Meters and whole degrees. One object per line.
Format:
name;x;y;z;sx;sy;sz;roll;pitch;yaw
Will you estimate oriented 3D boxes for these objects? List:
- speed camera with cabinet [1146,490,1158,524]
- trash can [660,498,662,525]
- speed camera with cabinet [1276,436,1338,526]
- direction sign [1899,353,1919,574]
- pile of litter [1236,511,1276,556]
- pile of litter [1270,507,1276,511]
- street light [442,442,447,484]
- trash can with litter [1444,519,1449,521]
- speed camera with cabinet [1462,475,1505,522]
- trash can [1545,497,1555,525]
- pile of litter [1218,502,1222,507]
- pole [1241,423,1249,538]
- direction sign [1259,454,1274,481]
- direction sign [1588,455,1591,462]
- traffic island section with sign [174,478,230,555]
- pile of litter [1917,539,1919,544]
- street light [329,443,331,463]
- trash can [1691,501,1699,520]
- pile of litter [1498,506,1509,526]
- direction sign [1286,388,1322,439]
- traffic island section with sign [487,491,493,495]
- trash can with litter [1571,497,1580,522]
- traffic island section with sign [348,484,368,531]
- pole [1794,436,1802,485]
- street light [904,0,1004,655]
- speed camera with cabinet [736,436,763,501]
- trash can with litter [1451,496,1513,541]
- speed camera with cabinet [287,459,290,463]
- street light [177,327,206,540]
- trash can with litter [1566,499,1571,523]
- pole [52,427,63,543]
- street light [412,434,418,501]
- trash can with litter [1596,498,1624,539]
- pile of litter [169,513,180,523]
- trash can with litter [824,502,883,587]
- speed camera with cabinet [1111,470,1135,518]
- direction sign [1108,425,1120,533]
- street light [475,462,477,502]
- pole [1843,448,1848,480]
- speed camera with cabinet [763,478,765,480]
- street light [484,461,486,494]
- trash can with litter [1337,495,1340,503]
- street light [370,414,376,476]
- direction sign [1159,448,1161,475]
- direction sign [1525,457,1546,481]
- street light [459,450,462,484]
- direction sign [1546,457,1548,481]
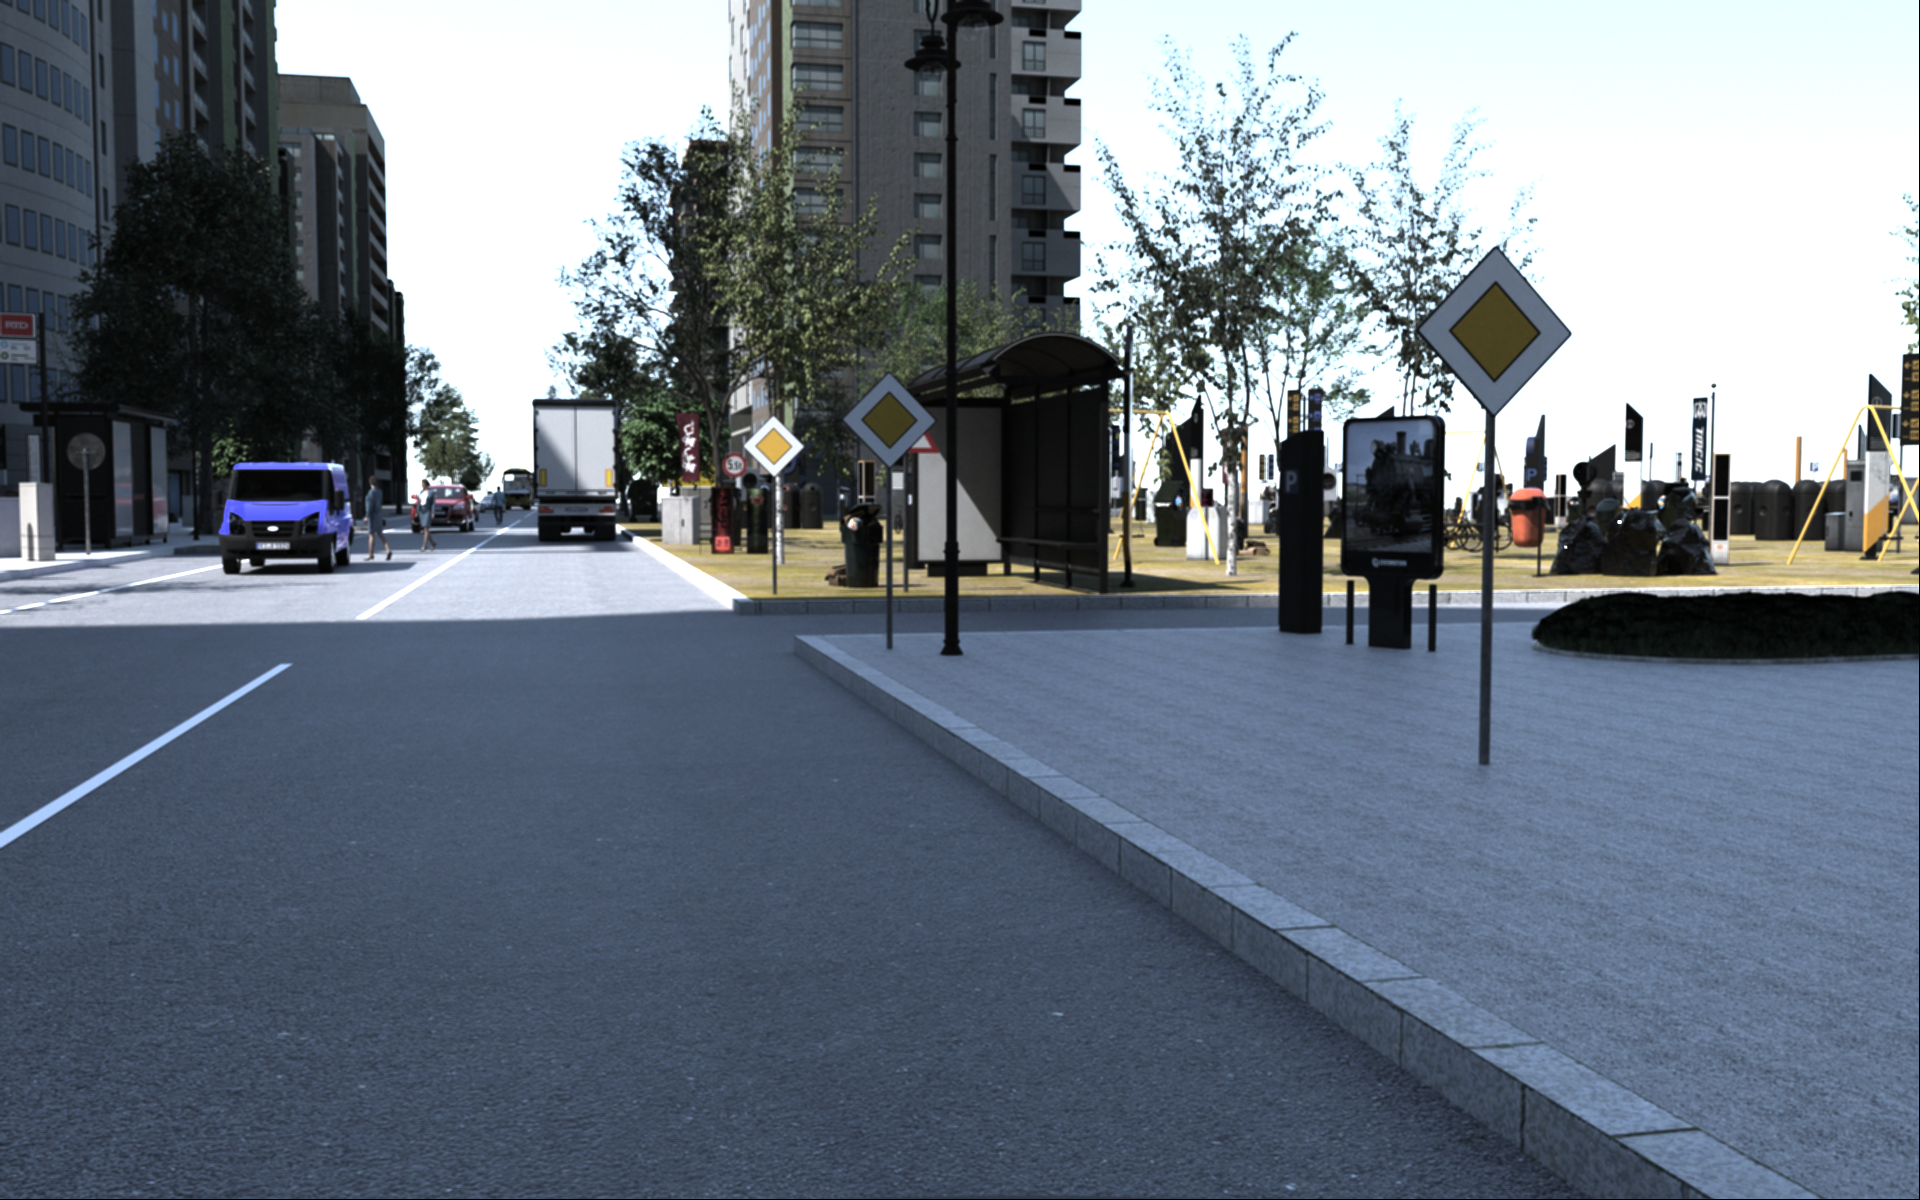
speed camera with cabinet;8.885;-4.950;75.264;0.660;3.252;2.038;3;5;40
trash can;-11.594;-3.504;68.951;0.748;1.137;0.748;0;3;0
speed camera with cabinet;11.849;-3.966;59.182;2.038;3.252;0.660;1;4;11
direction sign;15.477;-2.183;27.696;0.379;3.537;0.876;-3;4;-39
pile of litter;6.049;-1.379;36.512;1.176;0.858;1.719;3;5;44
pile of litter;10.491;-2.586;56.248;1.176;0.858;1.719;3;5;42
street light;-44.988;-10.906;151.101;0.468;5.910;1.993;-1;4;-13
trash can with litter;23.603;-4.385;82.757;2.233;1.210;1.678;3;5;39
speed camera with cabinet;24.010;-5.202;79.384;2.038;3.252;0.660;-2;4;-25
trash can;25.335;-3.859;74.742;0.748;1.137;0.748;0;3;0
pile of litter;14.273;-5.070;96.860;1.719;0.858;1.176;3;5;41
pole;8.223;-3.436;50.025;0.158;3.312;0.155;0;3;0
direction sign;17.304;-6.472;97.815;0.876;3.537;0.379;2;4;26
direction sign;36.719;-6.672;101.081;0.379;3.537;0.876;2;4;27
traffic island section with sign;-17.862;-2.048;42.114;1.989;1.847;2.006;-1;4;-13
pile of litter;24.925;-1.829;43.876;1.176;0.858;1.719;2;4;24
street light;-27.920;-6.358;76.748;0.468;5.910;1.993;-1;4;-13
trash can;35.990;-4.495;85.151;0.748;1.137;0.748;0;3;0
pile of litter;22.157;-3.371;69.080;1.719;0.858;1.176;-1;4;-16
direction sign;7.413;-2.775;37.364;0.876;3.537;0.379;3;5;44
traffic island section with sign;-53.568;-11.569;197.788;1.989;1.847;2.006;-1;4;-13
trash can with litter;26.541;-3.773;73.078;1.055;1.170;0.624;0;4;-8
traffic island section with sign;-23.886;-3.655;68.390;1.989;1.847;2.006;-1;4;-13
pole;29.369;-4.090;60.711;0.158;3.312;0.155;0;3;0
street light;-0.066;-2.501;13.677;0.468;5.910;1.993;-1;4;-13
speed camera with cabinet;-7.860;-3.933;58.643;2.038;3.252;0.660;-2;4;-28
trash can with litter;14.986;-2.249;47.821;2.233;1.210;1.678;0;4;-6
speed camera with cabinet;-26.483;-4.486;67.678;0.660;3.252;2.038;-2;4;-26
street light;-21.274;-4.604;48.067;0.468;5.910;1.993;-1;4;-13
trash can with litter;27.418;-4.070;77.928;0.624;1.170;1.055;-1;4;-21
pole;-23.722;-3.162;45.537;0.158;3.312;0.155;0;3;0
street light;-38.350;-9.143;122.281;0.468;5.910;1.993;-1;4;-13
trash can with litter;16.167;-1.954;43.330;0.624;1.170;1.055;3;5;41
pile of litter;-35.729;-3.879;77.383;1.719;0.858;1.176;-3;5;-41
trash can with litter;-1.527;-0.770;23.977;0.624;1.170;1.055;-3;4;-37
speed camera with cabinet;9.029;-6.042;93.124;0.660;3.252;2.038;-3;4;-37
direction sign;4.867;-3.943;56.468;0.876;3.537;0.379;-3;4;-36
street light;-56.990;-14.118;203.615;0.468;5.910;1.993;-1;4;-13
pole;39.537;-5.110;77.391;0.158;3.312;0.155;0;3;0
speed camera with cabinet;-10.354;-6.035;93.011;2.038;3.252;0.660;-3;5;-43
street light;-63.731;-15.895;232.667;0.468;5.910;1.993;-1;4;-13
trash can with litter;22.101;-5.439;99.985;2.233;1.210;1.678;-2;4;-28
street light;-31.863;-7.418;94.070;0.468;5.910;1.993;-1;4;-13
direction sign;10.064;-5.647;84.319;0.876;3.537;0.379;3;4;37
direction sign;30.070;-6.038;90.724;0.876;3.537;0.379;1;4;16
street light;-50.546;-12.374;175.096;0.468;5.910;1.993;-1;4;-13
direction sign;34.949;-6.871;104.344;0.876;3.537;0.379;0;4;-6
